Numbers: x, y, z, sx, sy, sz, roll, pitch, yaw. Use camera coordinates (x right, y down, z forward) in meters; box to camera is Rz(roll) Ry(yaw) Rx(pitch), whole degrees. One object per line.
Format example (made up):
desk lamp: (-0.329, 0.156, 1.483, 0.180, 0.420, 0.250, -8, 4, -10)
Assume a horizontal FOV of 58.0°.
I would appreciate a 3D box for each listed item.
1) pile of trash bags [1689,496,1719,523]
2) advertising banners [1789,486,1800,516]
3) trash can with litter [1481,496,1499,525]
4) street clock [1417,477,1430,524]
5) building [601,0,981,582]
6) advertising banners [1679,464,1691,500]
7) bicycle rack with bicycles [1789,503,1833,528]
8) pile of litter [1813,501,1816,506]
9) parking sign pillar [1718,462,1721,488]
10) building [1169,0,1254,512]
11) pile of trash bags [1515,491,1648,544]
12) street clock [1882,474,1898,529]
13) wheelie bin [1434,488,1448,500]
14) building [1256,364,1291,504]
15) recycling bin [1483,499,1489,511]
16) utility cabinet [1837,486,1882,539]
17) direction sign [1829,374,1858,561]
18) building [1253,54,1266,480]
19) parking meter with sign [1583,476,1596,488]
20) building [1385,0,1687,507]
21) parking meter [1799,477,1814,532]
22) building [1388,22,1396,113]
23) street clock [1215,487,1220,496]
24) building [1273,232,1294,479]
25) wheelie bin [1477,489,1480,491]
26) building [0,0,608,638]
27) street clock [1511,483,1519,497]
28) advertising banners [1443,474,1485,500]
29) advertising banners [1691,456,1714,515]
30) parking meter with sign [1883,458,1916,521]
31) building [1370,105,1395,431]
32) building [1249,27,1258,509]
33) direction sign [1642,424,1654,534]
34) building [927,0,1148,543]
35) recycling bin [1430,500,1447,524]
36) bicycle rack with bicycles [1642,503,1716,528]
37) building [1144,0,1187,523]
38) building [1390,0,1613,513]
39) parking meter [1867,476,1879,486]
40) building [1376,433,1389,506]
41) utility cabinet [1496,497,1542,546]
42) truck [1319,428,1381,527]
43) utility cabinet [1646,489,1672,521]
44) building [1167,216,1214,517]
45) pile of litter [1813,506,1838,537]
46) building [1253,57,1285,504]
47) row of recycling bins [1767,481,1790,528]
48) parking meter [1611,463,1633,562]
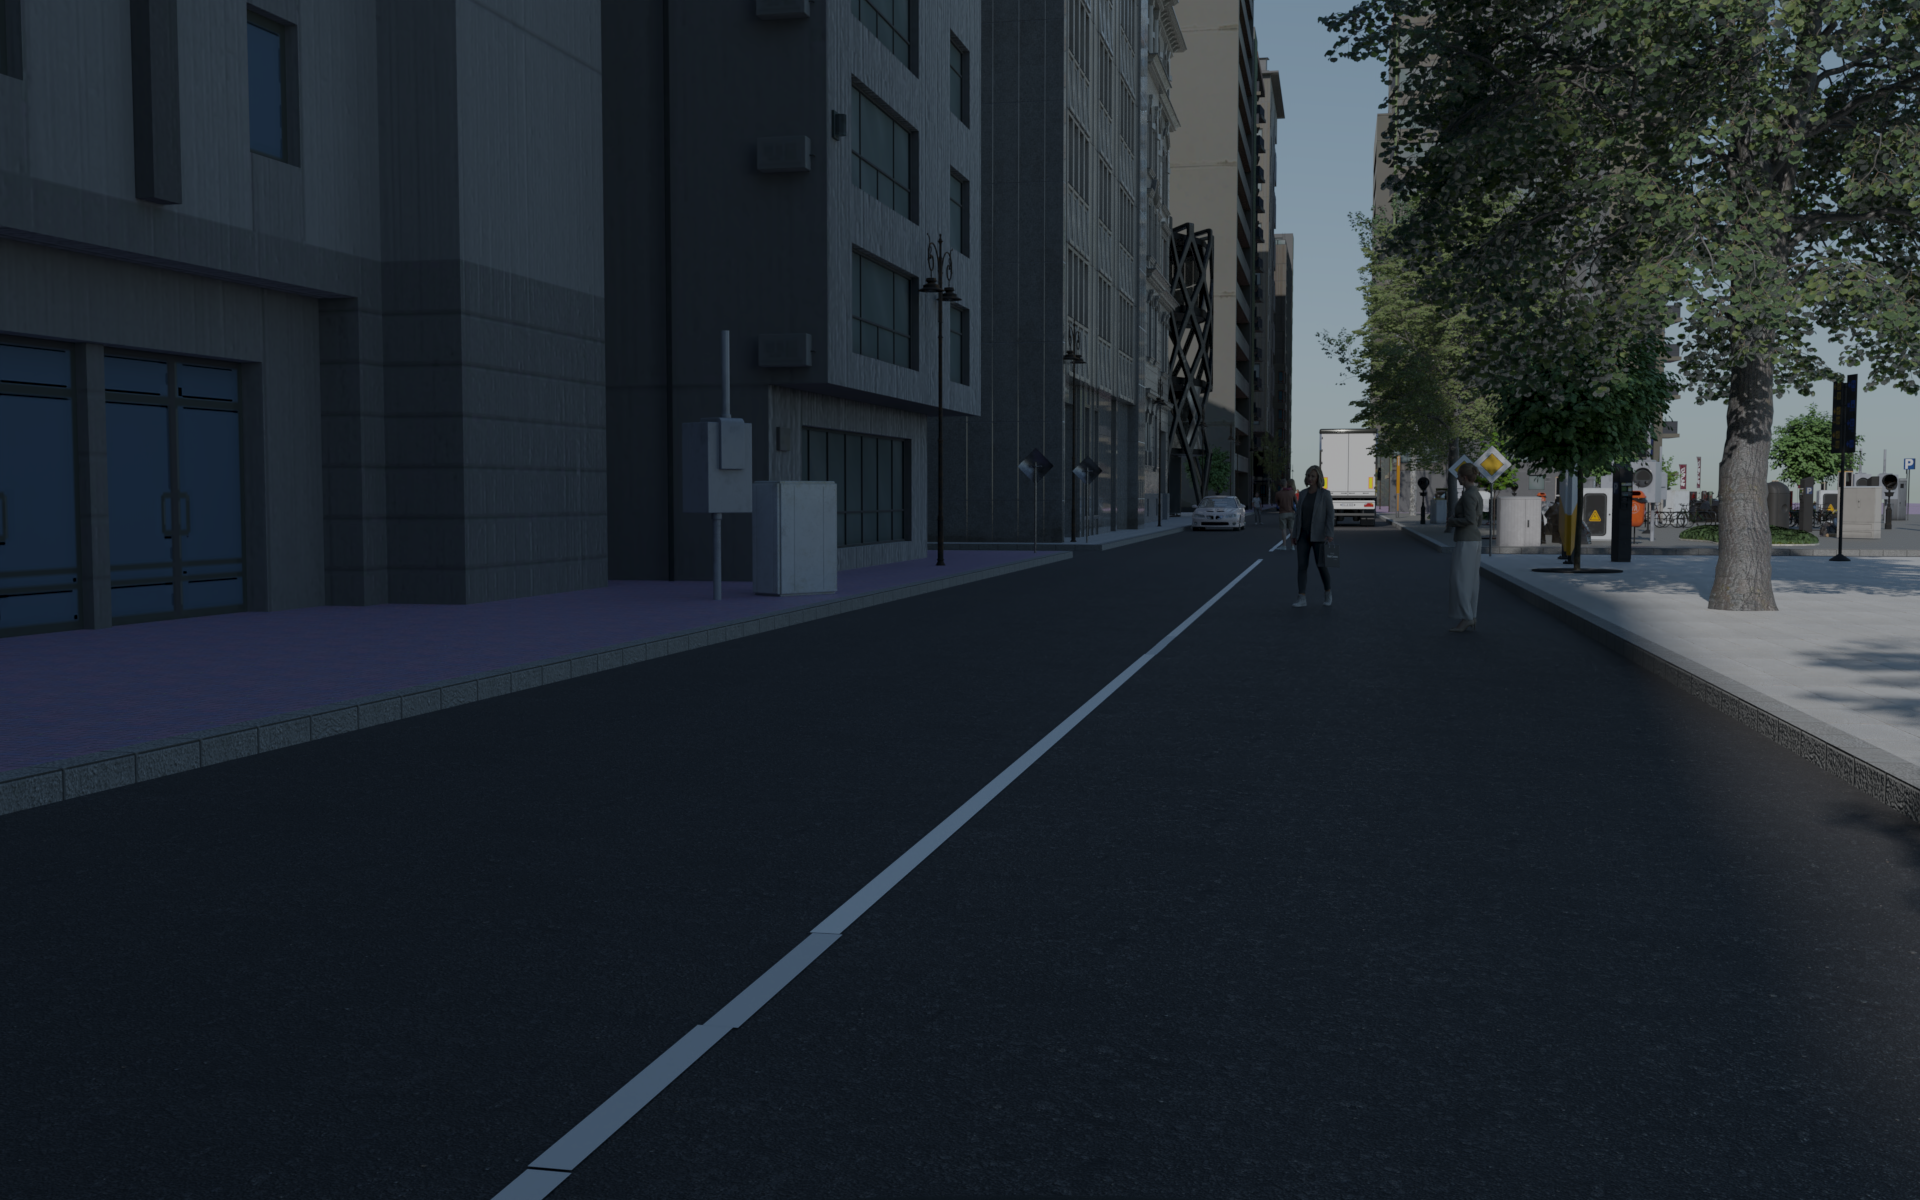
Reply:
pile of trash bags: (37.960, -4.705, 86.672, 3.447, 1.369, 1.912, 2, 4, 23)
advertising banners: (40.496, -5.416, 84.732, 0.090, 3.025, 2.074, -2, 4, -32)
trash can with litter: (21.777, -3.716, 71.822, 2.233, 1.210, 1.678, 1, 4, 12)
street clock: (19.640, -4.212, 73.431, 0.471, 2.002, 0.358, 0, 4, 4)
building: (-7.167, -15.939, 32.300, 14.107, 30.474, 14.160, 1, 4, 12)
advertising banners: (42.914, -6.428, 101.283, 2.074, 3.025, 0.090, -1, 4, -12)
bicycle rack with bicycles: (35.135, -3.601, 72.263, 2.852, 0.926, 2.925, 1, 4, 22)
pile of litter: (53.336, -5.718, 107.450, 1.719, 0.858, 1.176, -2, 4, -27)
parking sign pillar: (44.838, -6.865, 100.709, 1.447, 3.967, 1.447, -3, 5, -41)
building: (10.858, -31.055, 131.446, 21.300, 48.544, 21.600, 1, 4, 12)
pile of trash bags: (15.961, -2.147, 44.859, 3.447, 1.369, 1.912, 2, 4, 24)
street clock: (33.771, -3.571, 62.954, 0.471, 2.002, 0.358, 1, 4, 12)
wheelie bin: (24.950, -4.998, 89.627, 0.980, 1.594, 0.693, 2, 4, 34)
building: (32.604, -24.554, 246.503, 27.650, 21.520, 28.899, 1, 4, 12)
recycling bin: (27.086, -4.661, 88.757, 0.722, 1.027, 0.722, 0, 4, 3)
utility cabinet: (25.756, -2.504, 49.619, 0.318, 1.500, 1.173, -2, 4, -26)
direction sign: (16.854, -2.512, 33.072, 0.379, 3.537, 0.876, 0, 4, 1)
building: (18.581, -31.606, 171.380, 22.147, 44.769, 28.867, 1, 4, 12)
parking meter with sign: (27.187, -4.825, 75.153, 1.738, 3.016, 0.543, 2, 4, 31)
building: (46.985, -29.919, 143.795, 22.147, 44.769, 28.867, 1, 4, 12)
parking meter: (28.552, -3.226, 58.450, 0.399, 1.863, 0.255, -1, 4, -9)
building: (72.073, -50.179, 258.675, 20.563, 71.187, 20.611, 1, 4, 12)
street clock: (16.563, -6.534, 111.402, 0.358, 2.002, 0.471, 1, 4, 13)
building: (43.629, -35.591, 265.502, 14.154, 41.232, 14.086, 1, 4, 12)
wheelie bin: (33.972, -6.521, 114.521, 0.980, 1.594, 0.693, 0, 4, 6)
building: (-18.098, -28.670, 10.755, 21.231, 58.520, 28.212, 1, 4, 12)
street clock: (36.516, -6.700, 114.111, 0.471, 2.002, 0.358, 0, 4, 0)
advertising banners: (22.182, -4.872, 75.848, 2.074, 3.025, 0.090, 0, 4, -2)
advertising banners: (34.980, -5.210, 81.372, 0.090, 3.025, 2.074, 3, 5, 45)
parking meter with sign: (45.535, -5.369, 84.048, 1.738, 3.016, 0.543, -2, 4, -29)
building: (60.668, -35.773, 208.598, 21.300, 48.544, 21.600, 1, 4, 12)
building: (17.922, -28.444, 148.656, 14.154, 41.232, 14.086, 1, 4, 12)
direction sign: (22.312, -3.919, 56.079, 0.379, 3.537, 0.876, 1, 4, 8)
building: (-1.074, -14.535, 55.666, 12.078, 24.808, 19.932, 1, 4, 12)
recycling bin: (20.929, -3.843, 75.385, 0.722, 1.027, 0.722, 0, 4, -6)
bicycle rack with bicycles: (27.488, -3.217, 65.981, 2.852, 0.926, 2.925, -2, 4, -27)
building: (2.147, -17.722, 77.140, 14.401, 28.519, 23.554, 1, 4, 12)
building: (38.100, -26.910, 123.577, 14.154, 41.232, 14.086, 1, 4, 12)
parking meter: (29.868, -3.118, 56.698, 0.255, 1.863, 0.399, 0, 4, 5)
building: (53.181, -52.543, 171.752, 22.319, 86.520, 31.000, 1, 4, 12)
utility cabinet: (13.806, -1.934, 42.787, 1.020, 1.237, 0.306, 0, 4, 0)
truck: (17.881, -5.536, 79.431, 2.839, 4.237, 11.283, 1, 4, 13)
utility cabinet: (33.126, -4.489, 82.080, 0.318, 1.500, 1.173, -2, 4, -32)
building: (5.648, -14.058, 97.294, 16.820, 18.784, 16.811, 1, 4, 12)
pile of litter: (26.649, -2.331, 52.085, 1.719, 0.858, 1.176, 0, 4, 4)
building: (25.481, -38.380, 216.752, 28.713, 52.752, 27.495, 1, 4, 12)
row of recycling bins: (26.310, -3.057, 57.099, 1.069, 1.692, 3.534, 0, 4, 5)
parking meter: (12.493, -1.650, 32.683, 0.255, 1.863, 0.399, 0, 4, -3)
